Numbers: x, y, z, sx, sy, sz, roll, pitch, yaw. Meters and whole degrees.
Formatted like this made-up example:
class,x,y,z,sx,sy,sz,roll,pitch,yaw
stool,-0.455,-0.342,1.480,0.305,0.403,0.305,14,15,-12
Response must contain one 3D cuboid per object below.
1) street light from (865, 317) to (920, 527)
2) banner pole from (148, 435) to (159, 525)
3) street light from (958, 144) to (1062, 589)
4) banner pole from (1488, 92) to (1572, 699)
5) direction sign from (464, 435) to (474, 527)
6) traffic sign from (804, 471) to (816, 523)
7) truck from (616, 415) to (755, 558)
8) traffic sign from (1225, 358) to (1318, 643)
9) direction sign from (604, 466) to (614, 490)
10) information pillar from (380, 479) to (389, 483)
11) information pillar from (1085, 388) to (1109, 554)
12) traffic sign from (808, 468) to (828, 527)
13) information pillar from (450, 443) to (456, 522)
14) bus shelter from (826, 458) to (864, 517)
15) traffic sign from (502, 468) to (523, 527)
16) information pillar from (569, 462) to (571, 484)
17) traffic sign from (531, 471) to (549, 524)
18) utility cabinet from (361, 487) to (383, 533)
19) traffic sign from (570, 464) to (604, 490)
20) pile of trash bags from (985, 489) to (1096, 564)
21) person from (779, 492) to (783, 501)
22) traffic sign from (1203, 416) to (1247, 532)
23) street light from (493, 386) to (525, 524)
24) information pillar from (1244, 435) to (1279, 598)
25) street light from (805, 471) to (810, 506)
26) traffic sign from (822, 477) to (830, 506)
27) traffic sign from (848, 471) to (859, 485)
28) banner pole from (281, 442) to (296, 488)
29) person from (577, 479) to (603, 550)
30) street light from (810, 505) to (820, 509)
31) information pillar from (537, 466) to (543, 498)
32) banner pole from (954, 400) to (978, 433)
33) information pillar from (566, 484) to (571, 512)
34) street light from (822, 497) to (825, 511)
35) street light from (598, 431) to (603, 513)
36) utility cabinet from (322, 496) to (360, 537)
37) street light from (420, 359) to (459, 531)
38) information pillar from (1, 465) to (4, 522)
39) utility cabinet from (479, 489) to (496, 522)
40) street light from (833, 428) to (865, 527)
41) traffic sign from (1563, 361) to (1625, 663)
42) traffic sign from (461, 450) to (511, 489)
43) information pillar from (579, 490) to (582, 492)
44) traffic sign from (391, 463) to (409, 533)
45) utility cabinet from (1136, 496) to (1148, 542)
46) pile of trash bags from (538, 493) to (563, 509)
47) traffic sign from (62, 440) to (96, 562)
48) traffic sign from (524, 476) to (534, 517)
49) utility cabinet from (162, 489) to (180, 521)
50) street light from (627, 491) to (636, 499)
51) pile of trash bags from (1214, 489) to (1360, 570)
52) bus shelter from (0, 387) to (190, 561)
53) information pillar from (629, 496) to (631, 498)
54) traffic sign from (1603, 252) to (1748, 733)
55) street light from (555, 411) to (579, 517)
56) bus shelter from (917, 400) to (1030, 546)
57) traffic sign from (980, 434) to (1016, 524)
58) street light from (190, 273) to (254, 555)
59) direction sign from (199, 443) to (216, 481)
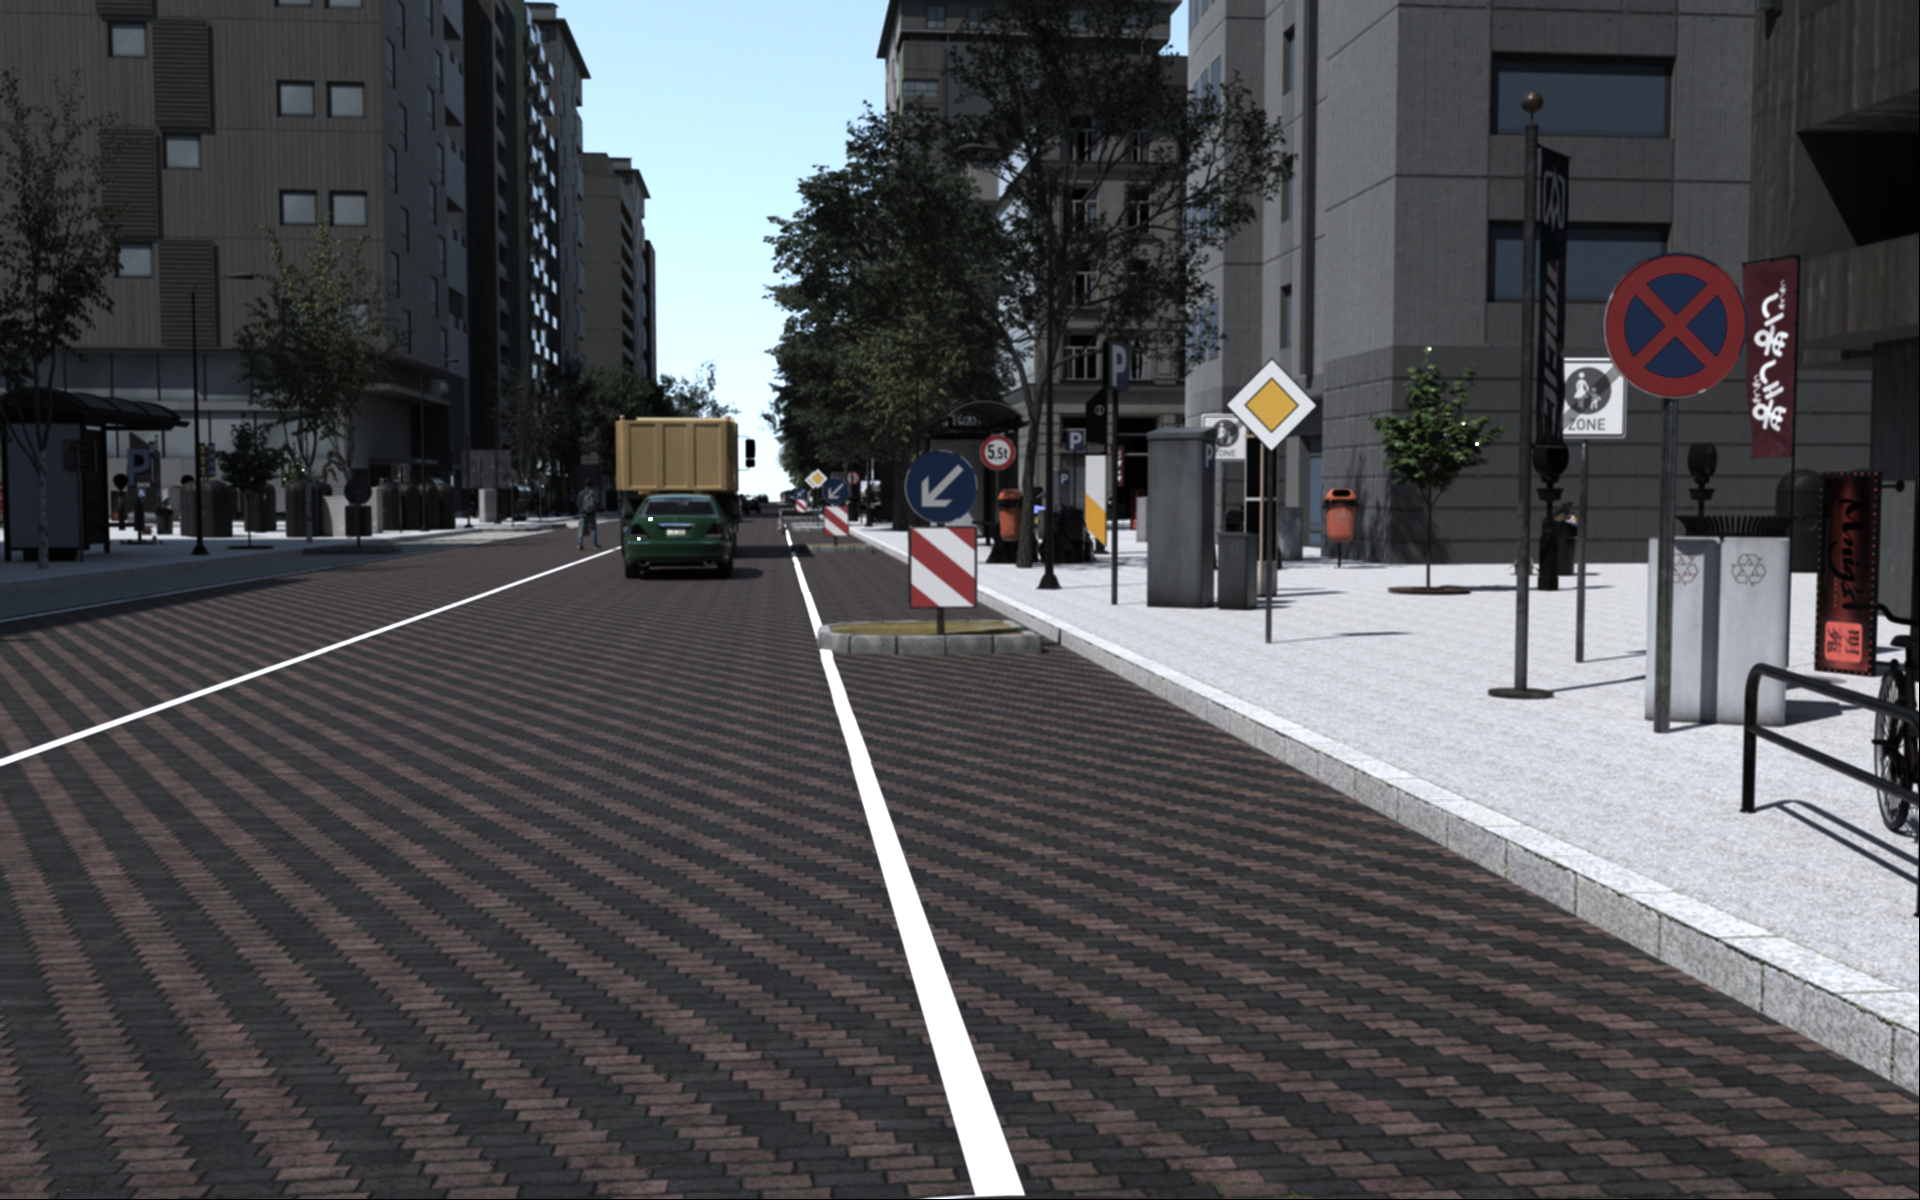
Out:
class,x,y,z,sx,sy,sz,roll,pitch,yaw
street light,-1.656,-4.465,45.538,1.470,5.913,1.316,0,4,-6
banner pole,-33.780,-5.054,72.651,0.401,3.779,0.863,0,4,3
street light,0.669,-3.100,23.225,1.470,5.913,1.316,0,4,-6
banner pole,3.715,-1.288,11.080,0.401,3.779,0.863,3,5,40
direction sign,-18.908,-4.561,66.575,0.379,3.537,0.876,-1,4,-13
traffic sign,-6.407,-4.405,75.671,0.795,2.450,0.064,0,4,-6
truck,-6.765,-2.850,42.529,3.469,3.379,9.791,0,4,-7
traffic sign,2.652,-0.835,14.831,0.795,2.450,0.064,0,4,-4
direction sign,-28.147,-8.979,138.807,0.876,3.537,0.379,-1,4,-14
information pillar,-27.185,-4.731,81.837,0.304,2.012,0.304,-3,5,-45
information pillar,2.926,-2.792,37.008,0.504,3.616,0.183,2,4,28
traffic sign,-5.555,-3.920,67.732,0.795,2.450,0.064,0,4,-6
information pillar,-23.082,-5.345,78.751,0.183,3.616,0.504,-1,4,-12
bus shelter,-6.677,-6.503,100.248,2.014,3.302,5.546,0,4,-6
traffic sign,-17.185,-3.845,66.510,0.795,2.450,0.064,0,4,-6
information pillar,-28.224,-8.250,126.248,0.504,3.616,0.183,-2,4,-32
traffic sign,-18.037,-4.331,74.449,0.795,2.450,0.064,0,4,-6
utility cabinet,-19.575,-2.950,56.915,1.173,1.500,0.318,1,4,16
traffic sign,-25.477,-7.616,118.387,2.265,3.308,0.079,0,4,-1
pile of trash bags,1.354,-1.364,32.058,1.912,1.369,3.447,1,4,17
person,-30.248,-17.406,293.907,1.217,1.723,0.721,1,4,12
traffic sign,3.395,-1.234,22.298,0.606,2.300,0.079,0,4,-6
street light,-19.439,-6.251,74.745,1.470,5.913,1.316,0,4,-6
information pillar,3.745,-1.043,21.541,0.304,2.012,0.304,-3,4,-38
street light,-10.584,-9.496,127.803,1.470,5.913,1.316,0,4,-6
traffic sign,-9.695,-7.686,125.776,0.768,2.556,0.104,0,4,-6
traffic sign,-6.038,-5.947,97.346,0.768,2.556,0.104,0,4,2
banner pole,-32.487,-5.748,83.990,0.863,3.779,0.401,-1,4,-8
person,-9.525,-2.185,44.209,0.794,1.824,0.713,2,4,31
street light,-8.239,-8.132,105.493,1.470,5.913,1.316,0,4,-6
information pillar,-34.189,-9.158,141.088,0.504,3.616,0.183,-1,4,-19
banner pole,0.111,-3.429,46.081,0.863,3.779,0.401,-2,4,-24
information pillar,-27.970,-7.285,123.599,0.304,2.012,0.304,-2,4,-33
street light,-5.695,-6.736,82.679,1.470,5.913,1.316,0,4,-6
street light,-24.274,-8.980,119.359,1.470,5.913,1.316,0,4,-6
utility cabinet,-18.547,-2.486,51.810,1.020,1.237,0.306,1,4,20
street light,-17.886,-5.319,59.502,1.470,5.913,1.316,0,4,-6
information pillar,-23.724,-2.375,43.327,0.304,2.012,0.304,3,4,38
utility cabinet,-21.112,-4.210,77.510,0.318,1.500,1.173,1,4,11
street light,-4.115,-5.828,67.836,1.470,5.913,1.316,0,4,-6
traffic sign,4.718,-0.672,13.119,0.606,2.300,0.079,0,4,-2
traffic sign,-21.767,-5.245,79.626,2.265,3.308,0.079,0,4,-2
information pillar,-32.592,-8.800,148.371,0.304,2.012,0.304,3,4,37
traffic sign,-18.544,-3.380,57.388,0.606,2.300,0.079,0,4,-2
utility cabinet,4.894,-2.160,46.470,0.306,1.237,1.020,1,4,9
pile of trash bags,-31.353,-7.398,130.717,3.447,1.369,1.912,0,4,2
traffic sign,-16.611,-1.869,32.683,0.606,2.300,0.079,0,4,-3
traffic sign,-23.766,-5.705,95.405,0.606,2.300,0.079,0,4,1
utility cabinet,-36.355,-4.358,79.931,0.318,1.500,1.173,0,4,5
street light,-26.688,-10.344,141.662,1.470,5.913,1.316,0,4,-6
pile of trash bags,5.164,-1.241,30.042,3.447,1.369,1.912,1,4,10
bus shelter,-17.719,-2.541,35.477,2.014,3.302,5.546,0,4,-6
information pillar,-27.848,-9.499,146.655,0.183,3.616,0.504,-3,5,-43
traffic sign,3.776,-0.559,9.243,0.768,2.556,0.104,0,4,-1
street light,-22.027,-7.615,97.038,1.470,5.913,1.316,0,4,-6
bus shelter,0.245,-2.822,40.058,2.014,3.302,5.546,0,4,-6
traffic sign,0.804,-2.258,37.022,0.768,2.556,0.104,0,4,1
street light,-15.545,-3.914,36.527,1.470,5.913,1.316,0,4,-6
direction sign,-33.394,-5.192,76.879,0.876,3.537,0.379,1,4,20
